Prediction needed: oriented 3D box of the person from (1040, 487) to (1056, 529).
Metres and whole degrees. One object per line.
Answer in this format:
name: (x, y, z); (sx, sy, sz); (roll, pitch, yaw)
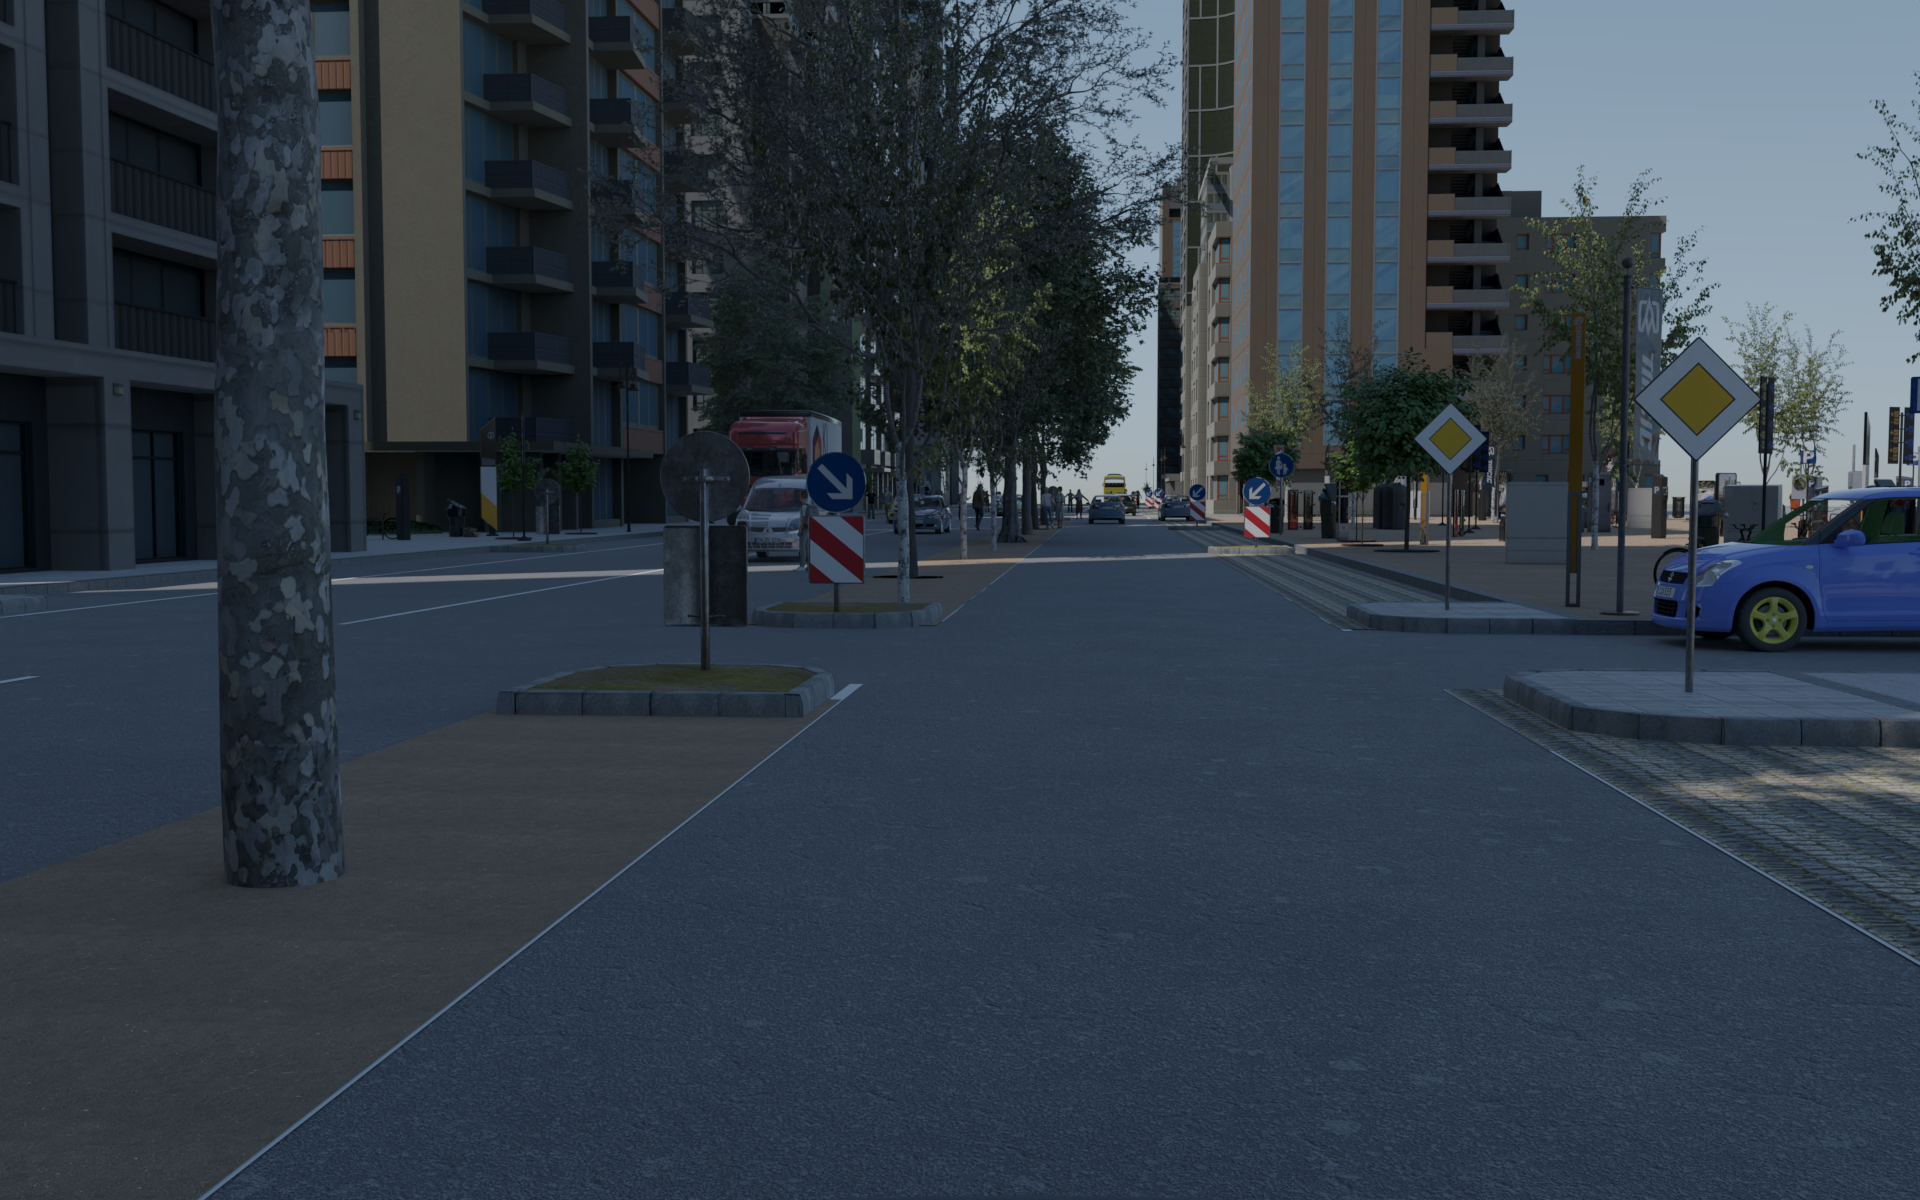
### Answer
person: (3.719, -3.817, 71.585); (0.731, 1.740, 0.598); (-1, 4, -19)

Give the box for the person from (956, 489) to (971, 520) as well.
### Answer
person: (0.228, -5.345, 96.427); (0.617, 1.759, 0.750); (3, 5, 39)

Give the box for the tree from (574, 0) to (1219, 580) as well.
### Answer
tree: (-0.896, -7.111, 29.092); (12.009, 13.543, 11.850); (0, 3, 0)

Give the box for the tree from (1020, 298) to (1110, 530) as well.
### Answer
tree: (3.781, -9.247, 79.396); (9.928, 11.665, 9.643); (0, 3, 0)

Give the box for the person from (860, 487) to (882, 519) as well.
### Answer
person: (-5.062, -5.530, 98.929); (1.348, 1.822, 0.705); (-1, 4, -13)

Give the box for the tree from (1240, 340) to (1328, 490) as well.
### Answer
tree: (15.484, -8.071, 82.317); (4.737, 8.622, 4.395); (0, 3, 0)

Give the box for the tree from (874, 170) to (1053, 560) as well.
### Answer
tree: (0.056, -5.188, 37.648); (4.737, 8.622, 4.395); (0, 3, 0)

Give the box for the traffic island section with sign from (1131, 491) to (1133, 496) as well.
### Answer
traffic island section with sign: (20.399, -11.730, 200.410); (1.989, 1.847, 2.006); (0, 4, 5)

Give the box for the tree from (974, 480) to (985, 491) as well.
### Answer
tree: (2.838, -14.511, 231.852); (1.663, 3.219, 1.824); (0, 3, 0)

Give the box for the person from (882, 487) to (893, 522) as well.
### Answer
person: (-3.642, -4.815, 87.348); (0.709, 1.813, 0.853); (1, 4, 17)

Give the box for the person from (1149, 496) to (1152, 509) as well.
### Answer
person: (16.789, -8.817, 153.603); (0.436, 1.711, 0.756); (0, 4, 8)

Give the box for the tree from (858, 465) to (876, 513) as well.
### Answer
tree: (-6.485, -7.440, 116.242); (1.663, 3.219, 1.824); (0, 3, 0)

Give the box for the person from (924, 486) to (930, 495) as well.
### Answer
person: (-1.880, -5.414, 96.649); (0.705, 1.869, 1.348); (2, 4, 27)

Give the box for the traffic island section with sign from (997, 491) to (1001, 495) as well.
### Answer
traffic island section with sign: (5.223, -13.510, 229.518); (1.989, 1.847, 2.006); (0, 4, 5)

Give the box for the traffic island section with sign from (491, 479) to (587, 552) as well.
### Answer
traffic island section with sign: (-10.487, -2.130, 43.452); (1.989, 1.847, 2.006); (0, 4, 5)

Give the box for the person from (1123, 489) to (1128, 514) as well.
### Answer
person: (11.774, -6.982, 122.670); (0.705, 1.822, 1.348); (2, 4, 35)

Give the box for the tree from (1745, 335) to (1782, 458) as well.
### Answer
tree: (36.217, -7.573, 74.177); (4.360, 8.622, 3.978); (0, 3, 0)

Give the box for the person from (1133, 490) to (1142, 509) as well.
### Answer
person: (17.428, -9.870, 169.888); (1.348, 1.823, 0.705); (-3, 5, -40)

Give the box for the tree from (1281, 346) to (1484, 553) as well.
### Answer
tree: (9.873, -3.348, 38.461); (4.285, 4.588, 4.351); (0, 3, 0)

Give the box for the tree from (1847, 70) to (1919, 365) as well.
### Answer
tree: (17.466, -4.866, 29.914); (4.360, 8.622, 3.978); (0, 3, 0)

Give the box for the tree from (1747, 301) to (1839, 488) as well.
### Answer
tree: (30.617, -7.041, 65.483); (4.737, 8.622, 4.395); (0, 3, 0)

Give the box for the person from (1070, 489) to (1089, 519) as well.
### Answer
person: (6.900, -5.551, 99.987); (1.217, 1.736, 0.721); (-1, 4, -12)

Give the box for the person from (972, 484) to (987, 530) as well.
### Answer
person: (0.759, -3.675, 68.493); (0.656, 1.842, 0.836); (1, 4, 14)

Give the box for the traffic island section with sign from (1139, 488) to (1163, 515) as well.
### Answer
traffic island section with sign: (13.510, -6.746, 118.923); (1.989, 1.847, 2.006); (0, 4, 5)

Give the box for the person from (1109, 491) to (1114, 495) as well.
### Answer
person: (14.212, -9.348, 162.283); (0.756, 1.711, 0.436); (2, 4, 32)

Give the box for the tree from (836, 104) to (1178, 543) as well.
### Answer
tree: (1.478, -8.011, 50.441); (9.611, 12.733, 9.660); (0, 3, 0)

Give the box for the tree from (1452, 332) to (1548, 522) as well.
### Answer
tree: (24.793, -7.926, 79.955); (4.360, 8.622, 3.978); (0, 3, 0)

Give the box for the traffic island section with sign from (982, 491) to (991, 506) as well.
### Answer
traffic island section with sign: (2.904, -11.830, 202.041); (1.989, 1.847, 2.006); (0, 4, 5)

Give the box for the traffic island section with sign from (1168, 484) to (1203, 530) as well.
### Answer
traffic island section with sign: (9.290, -3.682, 68.826); (1.989, 1.847, 2.006); (0, 4, 5)

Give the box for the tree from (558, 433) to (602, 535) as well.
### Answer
tree: (-12.223, -3.702, 55.131); (1.663, 3.219, 1.824); (0, 3, 0)

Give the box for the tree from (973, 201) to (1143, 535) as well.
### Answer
tree: (2.405, -8.508, 59.685); (7.486, 12.596, 7.792); (0, 3, 0)

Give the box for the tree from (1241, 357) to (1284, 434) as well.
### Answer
tree: (16.693, -8.474, 88.912); (4.360, 8.622, 3.978); (0, 3, 0)

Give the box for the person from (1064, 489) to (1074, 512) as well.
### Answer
person: (8.608, -7.740, 135.127); (1.350, 1.814, 0.705); (0, 4, -1)

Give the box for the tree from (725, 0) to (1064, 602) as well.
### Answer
tree: (-0.704, -4.166, 20.926); (4.360, 8.622, 3.978); (0, 3, 0)

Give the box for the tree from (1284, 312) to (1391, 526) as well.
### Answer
tree: (15.703, -7.267, 69.181); (4.360, 8.622, 3.978); (0, 3, 0)

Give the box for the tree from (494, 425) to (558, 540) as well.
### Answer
tree: (-12.720, -3.329, 49.031); (1.663, 3.219, 1.824); (0, 3, 0)

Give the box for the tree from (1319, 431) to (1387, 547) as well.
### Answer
tree: (9.803, -2.940, 42.673); (1.663, 3.219, 1.824); (0, 3, 0)

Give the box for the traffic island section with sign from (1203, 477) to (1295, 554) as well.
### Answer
traffic island section with sign: (7.013, -2.036, 41.923); (1.989, 1.847, 2.006); (0, 4, 5)

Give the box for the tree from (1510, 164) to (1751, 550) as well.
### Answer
tree: (14.734, -5.437, 39.265); (4.737, 8.622, 4.395); (0, 3, 0)

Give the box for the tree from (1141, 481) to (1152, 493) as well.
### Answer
tree: (26.947, -15.572, 249.209); (1.663, 3.219, 1.824); (0, 3, 0)

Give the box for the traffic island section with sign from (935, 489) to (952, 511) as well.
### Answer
traffic island section with sign: (-1.738, -8.479, 147.266); (1.989, 1.847, 2.006); (0, 4, 5)

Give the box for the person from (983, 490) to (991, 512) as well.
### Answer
person: (2.204, -7.859, 137.709); (1.217, 1.743, 0.721); (-2, 4, -24)

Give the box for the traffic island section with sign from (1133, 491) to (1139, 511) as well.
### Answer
traffic island section with sign: (15.780, -8.389, 145.782); (1.989, 1.847, 2.006); (0, 4, 5)

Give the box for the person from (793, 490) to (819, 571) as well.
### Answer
person: (-2.890, -1.297, 32.298); (0.523, 1.515, 0.503); (-1, 4, -14)

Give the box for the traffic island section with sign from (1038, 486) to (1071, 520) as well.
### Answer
traffic island section with sign: (5.030, -5.269, 94.290); (2.006, 1.907, 1.989); (0, 4, 5)

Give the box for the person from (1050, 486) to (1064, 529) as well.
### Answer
person: (3.965, -3.750, 70.376); (0.524, 1.755, 0.480); (-2, 4, -33)

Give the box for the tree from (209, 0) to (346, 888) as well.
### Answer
tree: (-1.380, -8.963, 4.894); (12.611, 20.169, 13.585); (0, 3, 0)

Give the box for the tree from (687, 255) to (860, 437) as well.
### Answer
tree: (-9.691, -11.268, 90.883); (9.857, 13.997, 8.962); (0, 3, 0)

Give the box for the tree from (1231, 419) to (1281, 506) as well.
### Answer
tree: (13.315, -5.617, 75.559); (4.285, 4.588, 4.351); (0, 3, 0)
